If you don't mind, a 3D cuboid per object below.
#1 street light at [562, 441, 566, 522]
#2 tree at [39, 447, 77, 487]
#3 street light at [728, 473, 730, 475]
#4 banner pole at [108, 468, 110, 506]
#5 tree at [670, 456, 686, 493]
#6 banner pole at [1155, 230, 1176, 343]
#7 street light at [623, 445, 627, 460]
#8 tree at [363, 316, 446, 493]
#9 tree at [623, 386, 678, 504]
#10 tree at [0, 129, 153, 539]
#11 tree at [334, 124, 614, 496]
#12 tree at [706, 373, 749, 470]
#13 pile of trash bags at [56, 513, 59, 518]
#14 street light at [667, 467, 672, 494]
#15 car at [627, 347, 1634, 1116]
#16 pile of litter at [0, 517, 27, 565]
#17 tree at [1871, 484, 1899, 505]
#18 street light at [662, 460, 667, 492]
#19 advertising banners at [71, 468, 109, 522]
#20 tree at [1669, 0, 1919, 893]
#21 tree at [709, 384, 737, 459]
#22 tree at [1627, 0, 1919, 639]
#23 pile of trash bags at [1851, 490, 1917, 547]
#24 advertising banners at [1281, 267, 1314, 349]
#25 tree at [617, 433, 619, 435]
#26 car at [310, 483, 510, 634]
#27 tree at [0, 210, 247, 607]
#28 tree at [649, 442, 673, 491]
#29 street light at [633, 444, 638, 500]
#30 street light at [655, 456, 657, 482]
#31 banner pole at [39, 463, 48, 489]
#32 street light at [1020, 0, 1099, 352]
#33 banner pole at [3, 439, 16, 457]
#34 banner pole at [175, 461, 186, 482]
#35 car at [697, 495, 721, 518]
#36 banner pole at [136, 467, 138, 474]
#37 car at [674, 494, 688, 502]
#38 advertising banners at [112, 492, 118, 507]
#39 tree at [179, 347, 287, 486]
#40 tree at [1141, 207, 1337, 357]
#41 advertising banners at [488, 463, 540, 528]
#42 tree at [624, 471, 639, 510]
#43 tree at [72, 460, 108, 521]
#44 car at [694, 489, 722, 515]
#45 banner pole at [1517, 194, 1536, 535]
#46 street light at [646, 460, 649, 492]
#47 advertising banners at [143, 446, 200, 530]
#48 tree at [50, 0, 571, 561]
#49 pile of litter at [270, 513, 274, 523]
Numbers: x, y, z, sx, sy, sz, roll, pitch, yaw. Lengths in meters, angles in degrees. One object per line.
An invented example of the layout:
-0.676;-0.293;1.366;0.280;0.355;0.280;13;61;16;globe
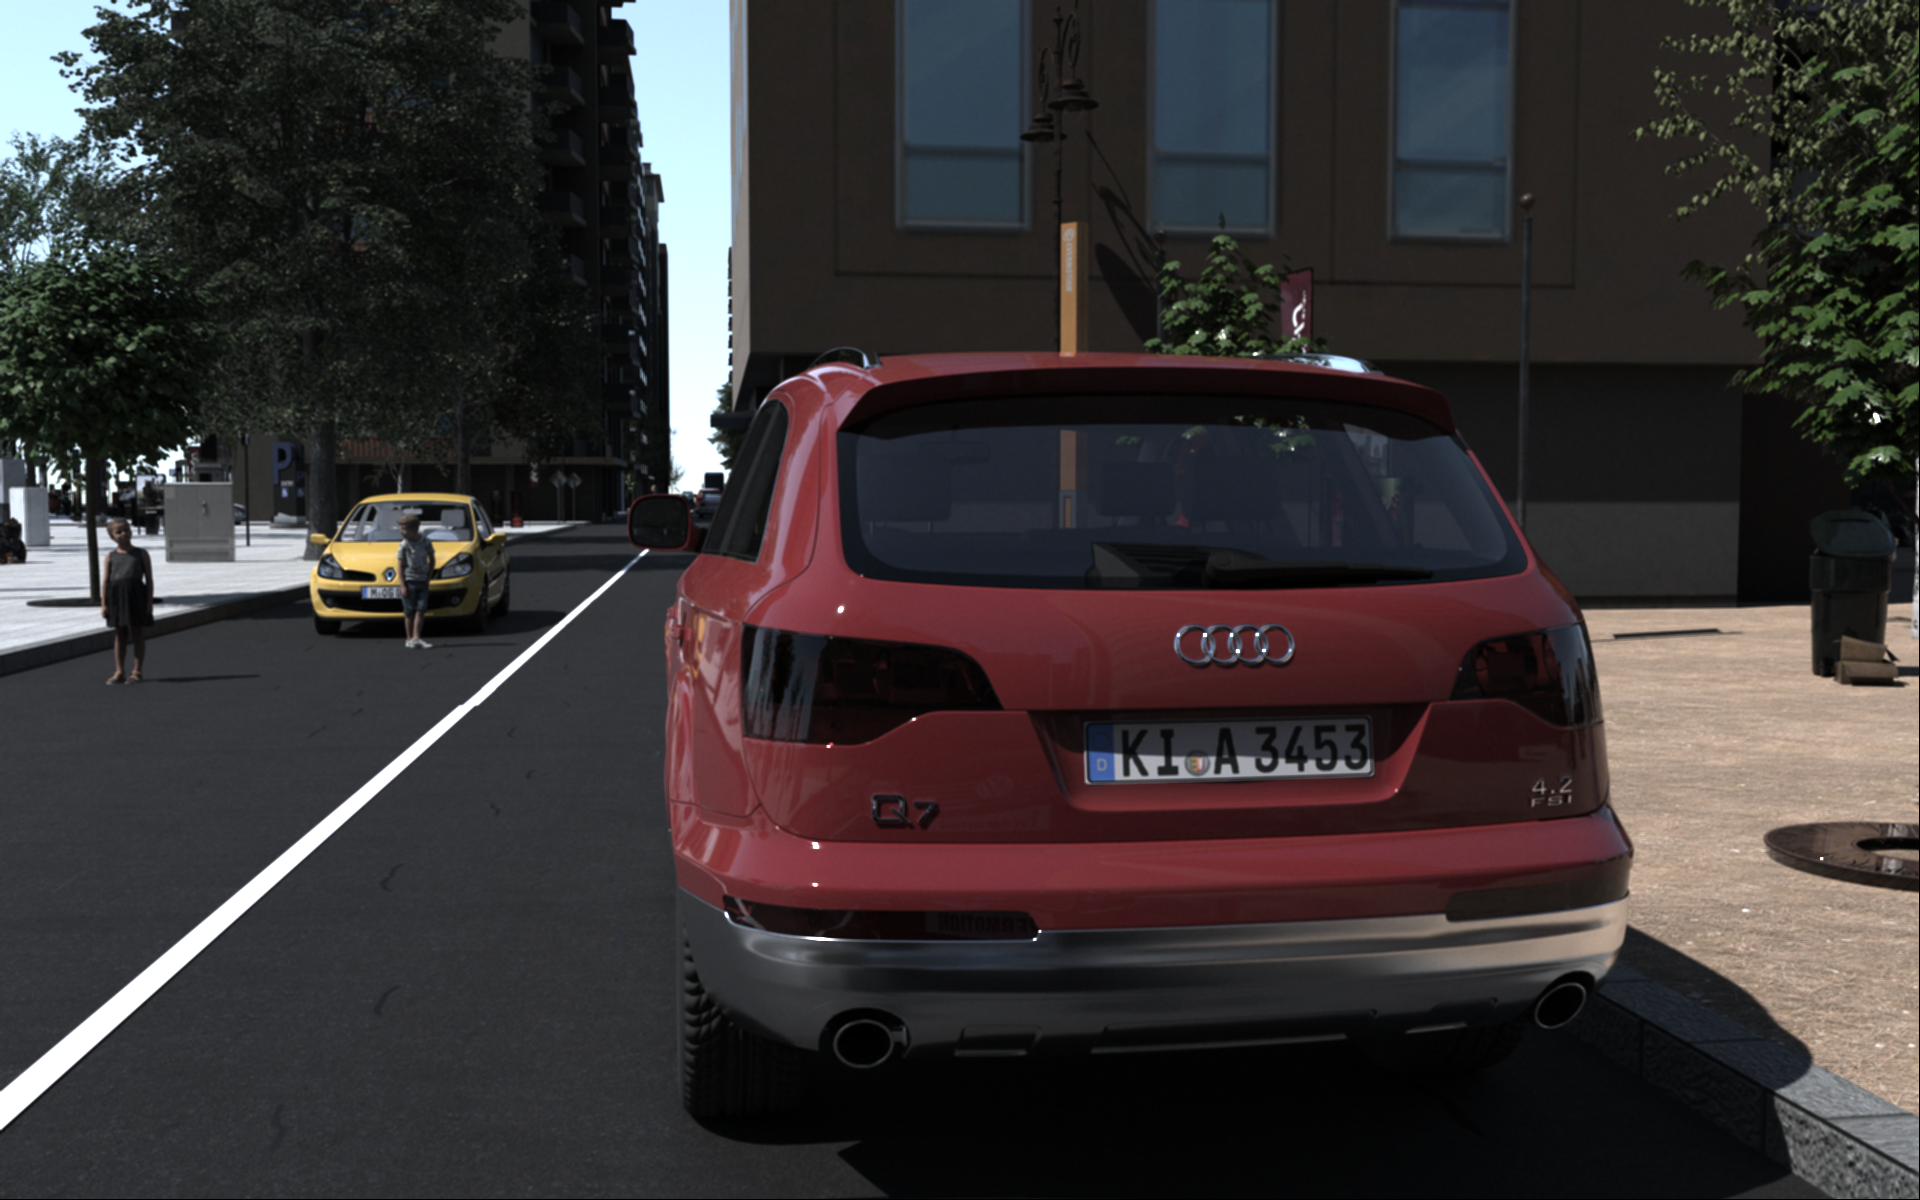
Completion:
-18.167;-6.516;79.323;0.468;5.910;1.993;-1;4;-8;street light
-31.035;-6.639;58.907;4.737;8.622;4.395;0;3;0;tree
-41.602;-20.742;311.910;0.468;5.910;1.993;-1;4;-8;street light
-65.317;-8.725;132.672;0.863;3.779;0.401;2;4;29;banner pole
-51.656;-22.091;311.544;4.737;8.622;4.395;0;3;0;tree
1.985;-1.634;16.739;0.401;3.779;0.863;1;4;19;banner pole
-26.029;-9.864;134.068;0.468;5.910;1.993;-1;4;-8;street light
-21.894;-7.178;67.730;4.360;8.622;3.978;0;3;0;tree
-28.408;-13.181;149.917;8.767;10.594;7.601;0;4;-1;tree
-26.601;-7.568;49.498;9.928;11.665;9.643;0;3;0;tree
-15.035;-8.289;52.533;9.611;12.733;9.660;0;3;0;tree
-16.043;-14.372;141.638;9.857;13.997;8.962;0;3;0;tree
-50.543;-5.188;94.582;3.447;1.369;1.912;1;4;23;pile of trash bags
-44.865;-17.906;265.552;0.468;5.910;1.993;-1;4;-8;street light
0.066;0.184;5.664;2.281;1.827;5.304;-1;4;-10;car
-17.831;-1.102;31.980;1.176;0.858;1.719;-1;4;-11;pile of litter
27.034;-4.118;51.048;4.285;4.588;4.351;0;3;0;tree
-40.801;-16.201;237.680;0.468;5.910;1.993;-1;4;-8;street light
-40.279;-5.135;80.145;2.074;3.025;0.090;1;4;16;advertising banners
3.331;-0.683;5.775;1.663;3.219;1.824;0;3;0;tree
-19.401;-14.279;159.217;9.928;11.665;9.643;0;3;0;tree
8.318;-3.957;15.064;4.737;8.622;4.395;0;3;0;tree
22.396;-1.987;42.234;3.447;1.369;1.912;-2;4;-31;pile of trash bags
2.864;-1.023;12.913;0.090;3.025;2.074;-1;4;-17;advertising banners
-23.685;-9.832;111.123;4.737;8.622;4.395;0;3;0;tree
-5.963;-0.539;19.033;2.015;1.641;3.980;-1;4;-9;car
-10.098;-2.236;20.268;4.285;4.588;4.351;0;3;0;tree
-40.168;-17.078;229.591;4.360;8.622;3.978;0;3;0;tree
-29.054;-11.141;154.940;0.468;5.910;1.993;-1;4;-8;street light
-36.855;-14.497;209.814;0.468;5.910;1.993;-1;4;-8;street light
-53.226;-6.757;100.490;0.401;3.779;0.863;1;4;11;banner pole
0.928;-2.677;16.556;0.468;5.910;1.993;-1;4;-8;street light
-30.170;-3.957;54.707;0.401;3.779;0.863;2;4;32;banner pole
-51.284;-7.592;114.151;0.863;3.779;0.401;-3;5;-44;banner pole
-14.907;-5.662;104.928;2.083;1.381;4.827;-1;4;-9;car
-64.747;-8.959;136.495;0.401;3.779;0.863;0;4;-7;banner pole
-29.023;-10.190;178.399;2.131;1.459;4.920;0;4;-7;car
-63.782;-8.235;130.836;2.074;3.025;0.090;0;4;-7;advertising banners
-25.394;-6.709;60.051;4.737;8.622;4.395;0;3;0;tree
1.672;-1.052;11.807;1.663;3.219;1.824;0;3;0;tree
-17.022;-4.290;66.336;2.074;3.025;0.090;-2;4;-27;advertising banners
-27.276;-9.079;143.048;1.663;3.219;1.824;0;3;0;tree
-41.252;-5.358;82.198;1.663;3.219;1.824;0;3;0;tree
-17.757;-6.992;122.993;2.281;1.827;5.304;-1;4;-8;car
4.803;-1.514;14.766;0.401;3.779;0.863;1;4;18;banner pole
-32.871;-12.815;182.317;0.468;5.910;1.993;-1;4;-8;street light
-28.483;-4.068;62.697;2.074;3.025;0.090;-1;4;-15;advertising banners
-12.433;-7.743;33.247;9.857;13.997;8.962;0;3;0;tree
-30.009;-3.870;77.244;1.176;0.858;1.719;3;5;44;pile of litter
